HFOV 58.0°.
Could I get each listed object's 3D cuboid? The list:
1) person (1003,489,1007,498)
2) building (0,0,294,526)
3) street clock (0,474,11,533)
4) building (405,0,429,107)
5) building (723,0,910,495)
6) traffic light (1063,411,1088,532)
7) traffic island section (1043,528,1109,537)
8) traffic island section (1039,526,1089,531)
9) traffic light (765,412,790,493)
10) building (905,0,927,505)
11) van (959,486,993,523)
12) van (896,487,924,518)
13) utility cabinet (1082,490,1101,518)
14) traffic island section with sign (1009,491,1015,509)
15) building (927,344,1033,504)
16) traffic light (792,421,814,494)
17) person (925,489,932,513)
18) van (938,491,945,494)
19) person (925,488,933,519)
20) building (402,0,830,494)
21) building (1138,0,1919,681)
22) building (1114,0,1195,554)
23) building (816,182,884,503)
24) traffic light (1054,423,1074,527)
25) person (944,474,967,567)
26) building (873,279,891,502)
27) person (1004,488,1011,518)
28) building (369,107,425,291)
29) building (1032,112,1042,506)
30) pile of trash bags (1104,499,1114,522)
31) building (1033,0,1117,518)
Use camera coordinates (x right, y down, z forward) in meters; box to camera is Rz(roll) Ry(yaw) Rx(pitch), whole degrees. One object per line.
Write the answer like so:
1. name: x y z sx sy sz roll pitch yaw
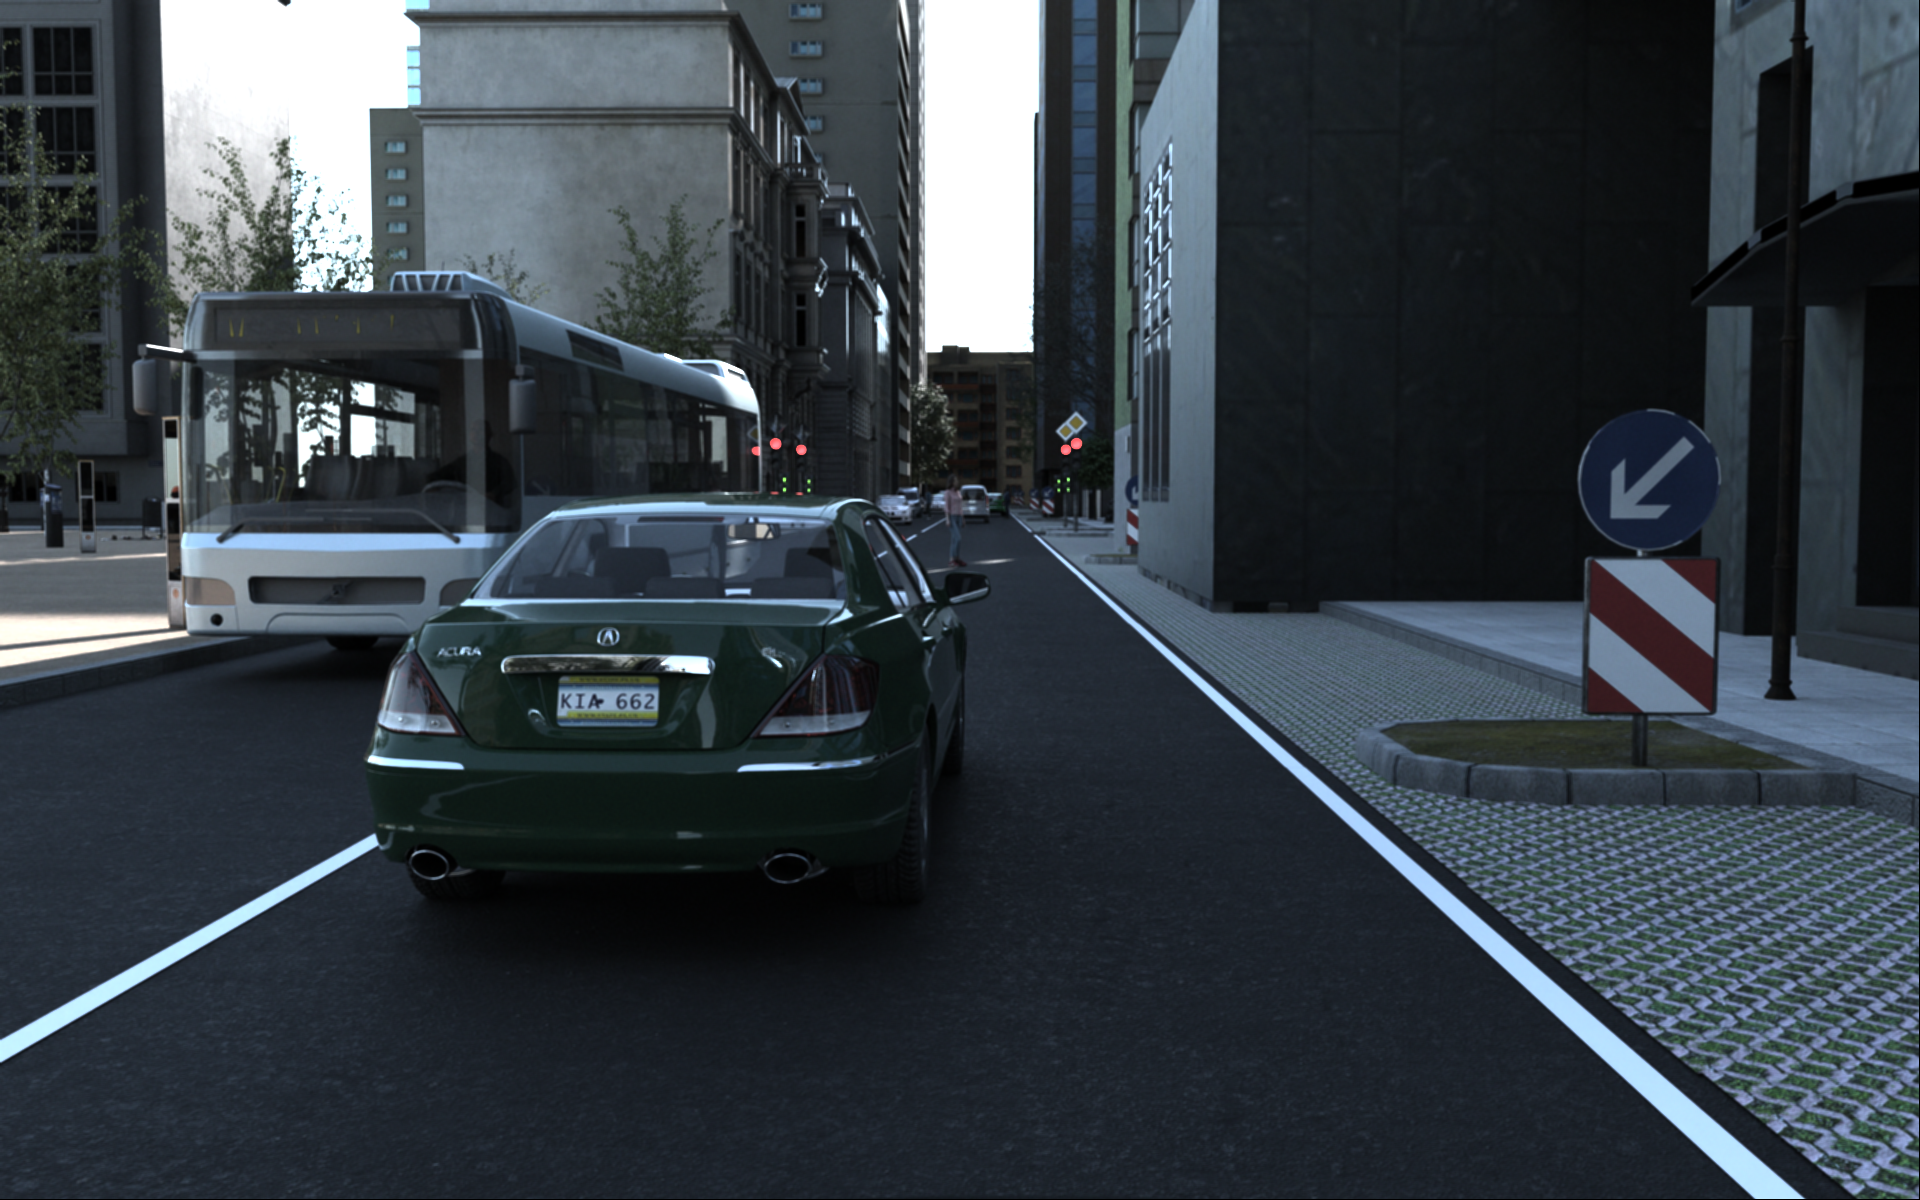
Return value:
1. person: 3.568 -7.650 133.839 0.793 1.790 0.793 3 4 38
2. building: -42.979 -17.132 73.622 24.014 27.812 14.314 0 4 1
3. street clock: -31.586 -3.219 57.194 0.471 2.002 0.358 1 4 15
4. building: -61.589 -56.470 235.959 31.000 86.520 22.319 0 4 1
5. building: -15.534 -32.345 152.548 21.300 48.544 21.600 0 4 1
6. traffic light: 3.910 -4.268 58.699 0.839 4.253 0.868 0 4 1
7. traffic island section: 3.950 -2.234 58.812 2.009 0.180 2.903 0 4 1
8. traffic island section: 4.084 -2.723 66.796 2.009 0.180 2.903 0 4 1
9. traffic light: -6.200 -4.277 58.851 0.839 4.253 0.868 0 4 1
10. building: -14.610 -47.031 207.215 20.611 71.187 20.563 0 4 1
11. van: 0.648 -4.890 86.965 2.013 2.044 4.112 0 4 0
12. van: -3.209 -6.098 106.721 2.013 2.044 4.112 0 4 1
13. utility cabinet: 7.033 -5.140 92.722 0.318 1.500 1.173 3 5 43
14. traffic island section with sign: 5.796 -9.795 168.769 1.989 1.847 2.006 0 4 1
15. building: -0.442 -24.137 239.677 28.899 21.520 27.650 0 4 1
16. traffic light: -6.066 -4.765 66.835 0.839 4.253 0.868 0 4 1
17. person: -2.374 -7.578 132.499 0.679 1.850 0.850 1 4 23
18. van: -1.922 -12.383 209.467 2.013 2.044 4.112 0 4 -1
19. person: -1.741 -5.452 97.978 0.444 1.785 0.601 0 4 -1
20. building: -13.654 -16.164 83.368 14.460 24.649 34.723 0 4 1
21. building: 14.103 -42.828 12.910 22.319 86.520 31.000 0 4 1
22. building: 11.001 -22.094 44.834 14.154 41.232 14.086 0 4 1
23. building: -12.269 -16.573 112.768 13.314 21.916 24.055 0 4 1
24. traffic light: 4.044 -4.756 66.683 0.839 4.253 0.868 0 4 1
25. person: -0.113 -1.569 34.169 0.388 1.821 0.555 2 4 27
26. building: -10.970 -17.051 133.529 10.420 20.320 16.860 0 4 1
27. person: 2.792 -5.723 102.254 0.419 1.800 0.721 0 4 -6
28. building: -56.336 -35.714 207.632 21.600 48.544 21.300 0 4 1
29. building: 14.906 -30.879 188.471 14.154 41.232 14.086 0 4 1
30. pile of trash bags: 8.290 -4.284 79.804 3.447 1.369 1.912 2 4 24
31. building: 11.698 -27.654 102.259 14.600 45.320 14.200 0 4 1
